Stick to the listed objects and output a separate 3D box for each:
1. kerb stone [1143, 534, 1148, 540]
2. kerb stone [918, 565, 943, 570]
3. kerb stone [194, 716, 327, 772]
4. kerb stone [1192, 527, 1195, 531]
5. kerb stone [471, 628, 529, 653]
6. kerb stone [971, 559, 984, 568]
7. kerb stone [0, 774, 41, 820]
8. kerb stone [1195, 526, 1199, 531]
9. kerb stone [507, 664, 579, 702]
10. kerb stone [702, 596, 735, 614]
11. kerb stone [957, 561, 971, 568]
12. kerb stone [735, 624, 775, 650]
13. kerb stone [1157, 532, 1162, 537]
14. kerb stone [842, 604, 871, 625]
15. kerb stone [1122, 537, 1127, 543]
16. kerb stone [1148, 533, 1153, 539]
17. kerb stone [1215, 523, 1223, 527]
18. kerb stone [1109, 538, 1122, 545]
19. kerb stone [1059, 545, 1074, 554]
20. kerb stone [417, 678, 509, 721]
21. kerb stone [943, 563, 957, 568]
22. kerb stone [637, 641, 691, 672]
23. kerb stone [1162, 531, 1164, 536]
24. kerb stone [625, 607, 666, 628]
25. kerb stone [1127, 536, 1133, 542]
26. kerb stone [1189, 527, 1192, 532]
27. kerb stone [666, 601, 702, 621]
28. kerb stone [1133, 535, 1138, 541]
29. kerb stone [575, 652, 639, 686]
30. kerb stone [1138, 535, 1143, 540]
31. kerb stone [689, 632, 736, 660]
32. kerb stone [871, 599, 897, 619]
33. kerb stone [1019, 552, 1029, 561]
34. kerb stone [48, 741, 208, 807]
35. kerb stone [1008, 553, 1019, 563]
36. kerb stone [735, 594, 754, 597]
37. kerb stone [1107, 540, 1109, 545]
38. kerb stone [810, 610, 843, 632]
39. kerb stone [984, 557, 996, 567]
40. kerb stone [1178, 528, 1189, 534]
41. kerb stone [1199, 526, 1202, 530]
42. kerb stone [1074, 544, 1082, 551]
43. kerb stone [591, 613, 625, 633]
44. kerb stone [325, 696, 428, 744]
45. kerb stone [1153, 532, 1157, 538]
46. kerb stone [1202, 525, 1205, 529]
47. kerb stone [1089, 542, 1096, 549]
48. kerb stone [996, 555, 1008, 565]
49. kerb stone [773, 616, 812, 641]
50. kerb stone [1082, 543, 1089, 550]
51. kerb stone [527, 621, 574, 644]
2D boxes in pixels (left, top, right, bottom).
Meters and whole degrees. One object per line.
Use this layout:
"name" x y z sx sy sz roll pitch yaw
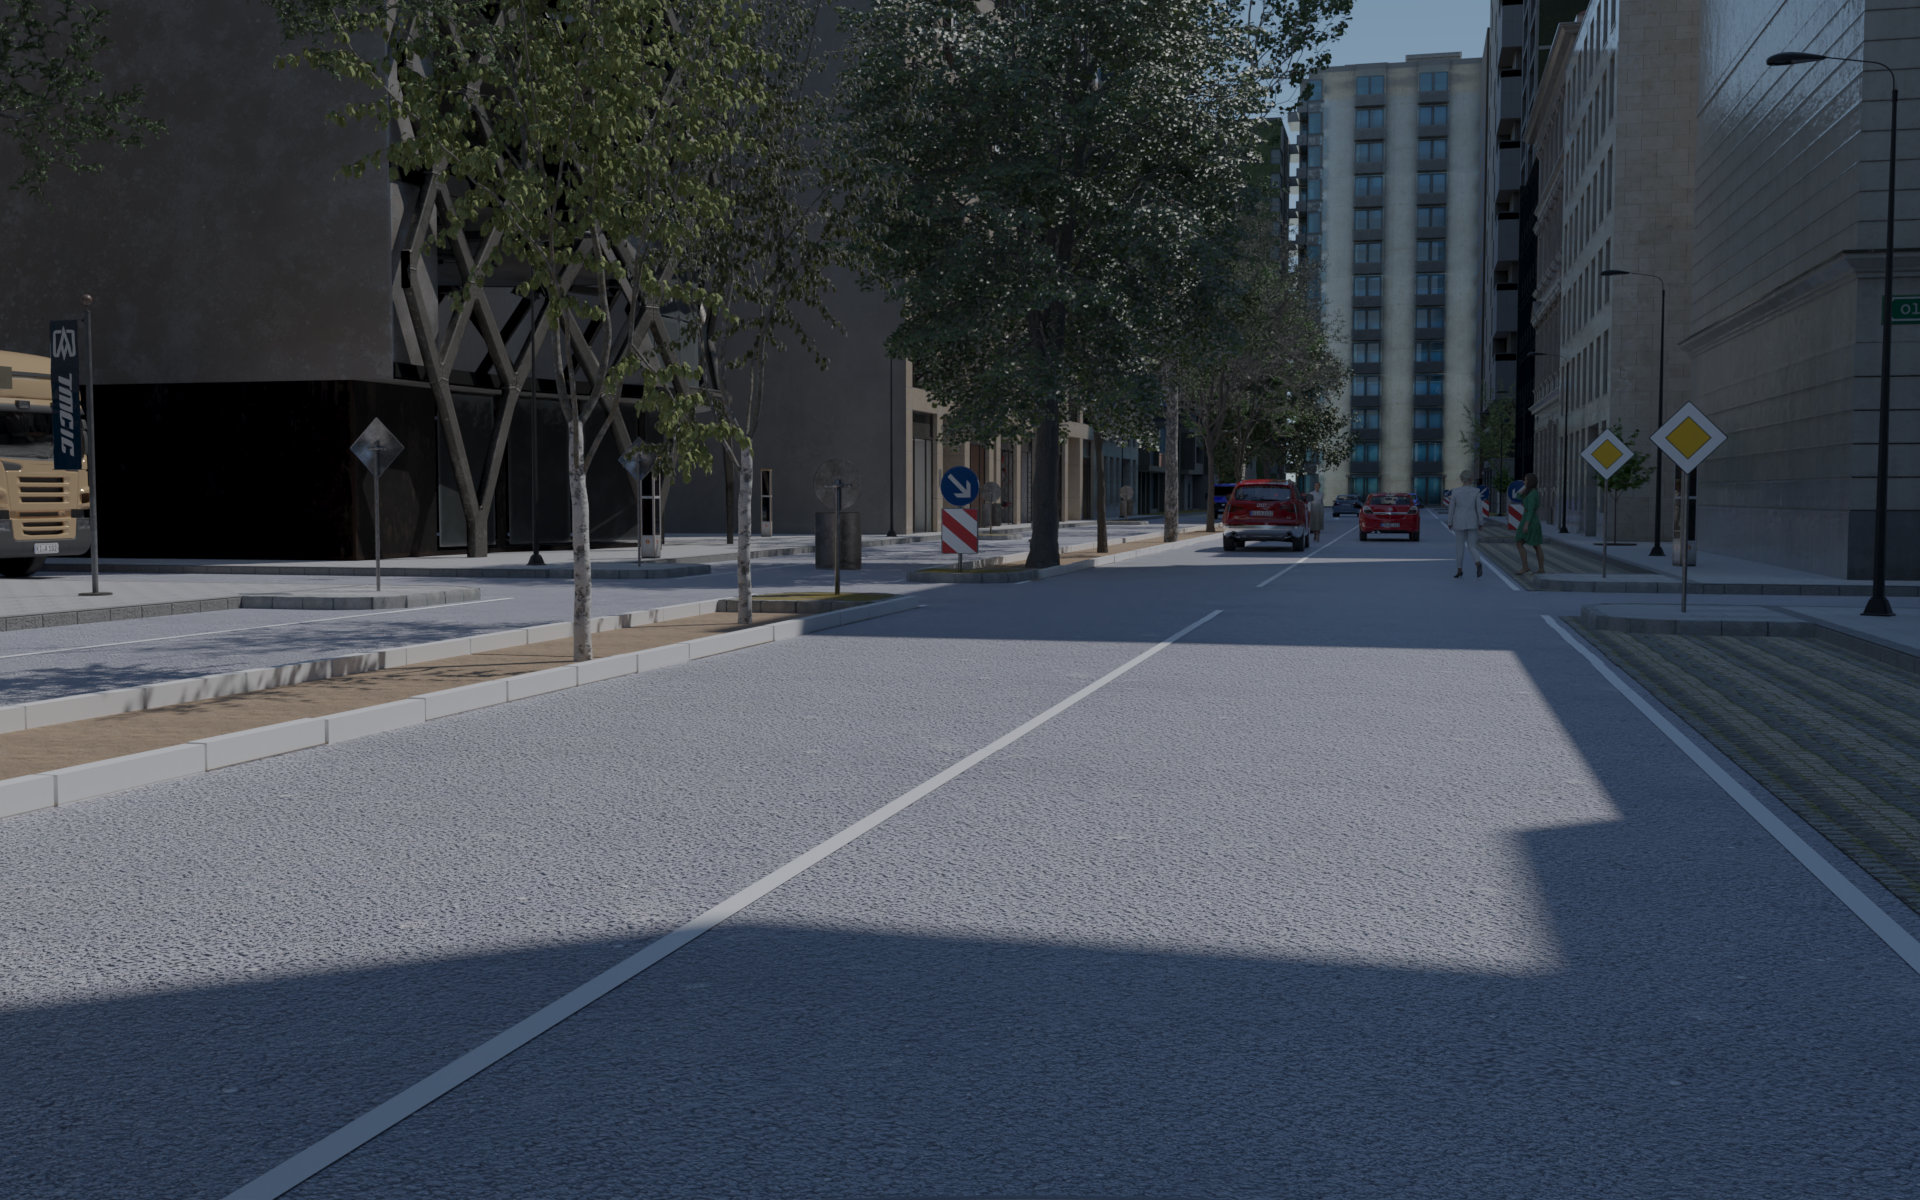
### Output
"kerb stone" 5.663 -1.954 54.139 0.120 0.150 1.000 1 4 15
"kerb stone" -0.539 -0.492 30.323 0.120 0.150 1.000 1 4 15
"kerb stone" -3.813 0.781 9.427 0.120 0.150 1.000 1 4 15
"kerb stone" 8.766 -2.684 66.074 0.120 0.150 1.000 1 4 15
"kerb stone" -4.292 0.387 15.944 0.120 0.150 1.000 1 4 15
"kerb stone" 0.238 -0.679 33.294 0.120 0.150 1.000 1 4 15
"kerb stone" -4.324 0.905 7.444 0.120 0.150 1.000 1 4 15
"kerb stone" 9.025 -2.742 67.063 0.120 0.150 1.000 1 4 15
"kerb stone" -3.036 0.601 12.405 0.120 0.150 1.000 1 4 15
"kerb stone" -2.992 0.080 20.892 0.120 0.150 1.000 1 4 15
"kerb stone" -0.023 -0.618 32.306 0.120 0.150 1.000 1 4 15
"kerb stone" -2.005 0.360 16.377 0.120 0.150 1.000 1 4 15
"kerb stone" 6.434 -2.136 57.115 0.120 0.150 1.000 1 4 15
"kerb stone" -1.227 0.174 19.344 0.120 0.150 1.000 1 4 15
"kerb stone" 4.626 -1.711 50.174 0.120 0.150 1.000 1 4 15
"kerb stone" 5.926 -2.012 55.129 0.120 0.150 1.000 1 4 15
"kerb stone" 11.345 -3.289 76.000 0.120 0.150 1.000 1 4 15
"kerb stone" 4.380 -1.644 49.181 0.120 0.150 1.000 1 4 15
"kerb stone" 2.555 -1.224 42.223 0.120 0.150 1.000 1 4 15
"kerb stone" -3.295 0.660 11.406 0.120 0.150 1.000 1 4 15
"kerb stone" -0.282 -0.556 31.313 0.120 0.150 1.000 1 4 15
"kerb stone" -2.513 0.480 14.394 0.120 0.150 1.000 1 4 15
"kerb stone" 6.697 -2.197 58.110 0.120 0.150 1.000 1 4 15
"kerb stone" -3.503 0.201 18.911 0.120 0.150 1.000 1 4 15
"kerb stone" 4.901 -1.772 51.163 0.120 0.150 1.000 1 4 15
"kerb stone" 8.513 -2.617 65.081 0.120 0.150 1.000 1 4 15
"kerb stone" -3.250 0.140 19.901 0.120 0.150 1.000 1 4 15
"kerb stone" 5.147 -1.832 52.156 0.120 0.150 1.000 1 4 15
"kerb stone" -2.776 0.538 13.403 0.120 0.150 1.000 1 4 15
"kerb stone" 5.410 -1.891 53.149 0.120 0.150 1.000 1 4 15
"kerb stone" -2.254 0.417 15.383 0.120 0.150 1.000 1 4 15
"kerb stone" -0.968 0.116 20.336 0.120 0.150 1.000 1 4 15
"kerb stone" 1.265 -0.922 37.267 0.120 0.150 1.000 1 4 15
"kerb stone" -4.065 0.846 8.433 0.120 0.150 1.000 1 4 15
"kerb stone" 1.016 -0.858 36.270 0.120 0.150 1.000 1 4 15
"kerb stone" -2.737 0.022 21.882 0.120 0.150 1.000 1 4 15
"kerb stone" 3.855 -1.526 47.185 0.120 0.150 1.000 1 4 15
"kerb stone" -1.488 0.237 18.356 0.120 0.150 1.000 1 4 15
"kerb stone" 0.493 -0.738 34.284 0.120 0.150 1.000 1 4 15
"kerb stone" 8.248 -2.562 64.080 0.120 0.150 1.000 1 4 15
"kerb stone" 9.279 -2.801 68.054 0.120 0.150 1.000 1 4 15
"kerb stone" 2.818 -1.283 43.216 0.120 0.150 1.000 1 4 15
"kerb stone" -3.768 0.264 17.921 0.120 0.150 1.000 1 4 15
"kerb stone" -3.546 0.728 10.414 0.120 0.150 1.000 1 4 15
"kerb stone" 6.184 -2.075 56.124 0.120 0.150 1.000 1 4 15
"kerb stone" 9.544 -2.864 69.047 0.120 0.150 1.000 1 4 15
"kerb stone" 3.331 -1.407 45.201 0.120 0.150 1.000 1 4 15
"kerb stone" 0.756 -0.800 35.282 0.120 0.150 1.000 1 4 15
"kerb stone" -1.738 0.295 17.365 0.120 0.150 1.000 1 4 15
"kerb stone" 3.074 -1.342 44.206 0.120 0.150 1.000 1 4 15
"kerb stone" -4.028 0.322 16.932 0.120 0.150 1.000 1 4 15
